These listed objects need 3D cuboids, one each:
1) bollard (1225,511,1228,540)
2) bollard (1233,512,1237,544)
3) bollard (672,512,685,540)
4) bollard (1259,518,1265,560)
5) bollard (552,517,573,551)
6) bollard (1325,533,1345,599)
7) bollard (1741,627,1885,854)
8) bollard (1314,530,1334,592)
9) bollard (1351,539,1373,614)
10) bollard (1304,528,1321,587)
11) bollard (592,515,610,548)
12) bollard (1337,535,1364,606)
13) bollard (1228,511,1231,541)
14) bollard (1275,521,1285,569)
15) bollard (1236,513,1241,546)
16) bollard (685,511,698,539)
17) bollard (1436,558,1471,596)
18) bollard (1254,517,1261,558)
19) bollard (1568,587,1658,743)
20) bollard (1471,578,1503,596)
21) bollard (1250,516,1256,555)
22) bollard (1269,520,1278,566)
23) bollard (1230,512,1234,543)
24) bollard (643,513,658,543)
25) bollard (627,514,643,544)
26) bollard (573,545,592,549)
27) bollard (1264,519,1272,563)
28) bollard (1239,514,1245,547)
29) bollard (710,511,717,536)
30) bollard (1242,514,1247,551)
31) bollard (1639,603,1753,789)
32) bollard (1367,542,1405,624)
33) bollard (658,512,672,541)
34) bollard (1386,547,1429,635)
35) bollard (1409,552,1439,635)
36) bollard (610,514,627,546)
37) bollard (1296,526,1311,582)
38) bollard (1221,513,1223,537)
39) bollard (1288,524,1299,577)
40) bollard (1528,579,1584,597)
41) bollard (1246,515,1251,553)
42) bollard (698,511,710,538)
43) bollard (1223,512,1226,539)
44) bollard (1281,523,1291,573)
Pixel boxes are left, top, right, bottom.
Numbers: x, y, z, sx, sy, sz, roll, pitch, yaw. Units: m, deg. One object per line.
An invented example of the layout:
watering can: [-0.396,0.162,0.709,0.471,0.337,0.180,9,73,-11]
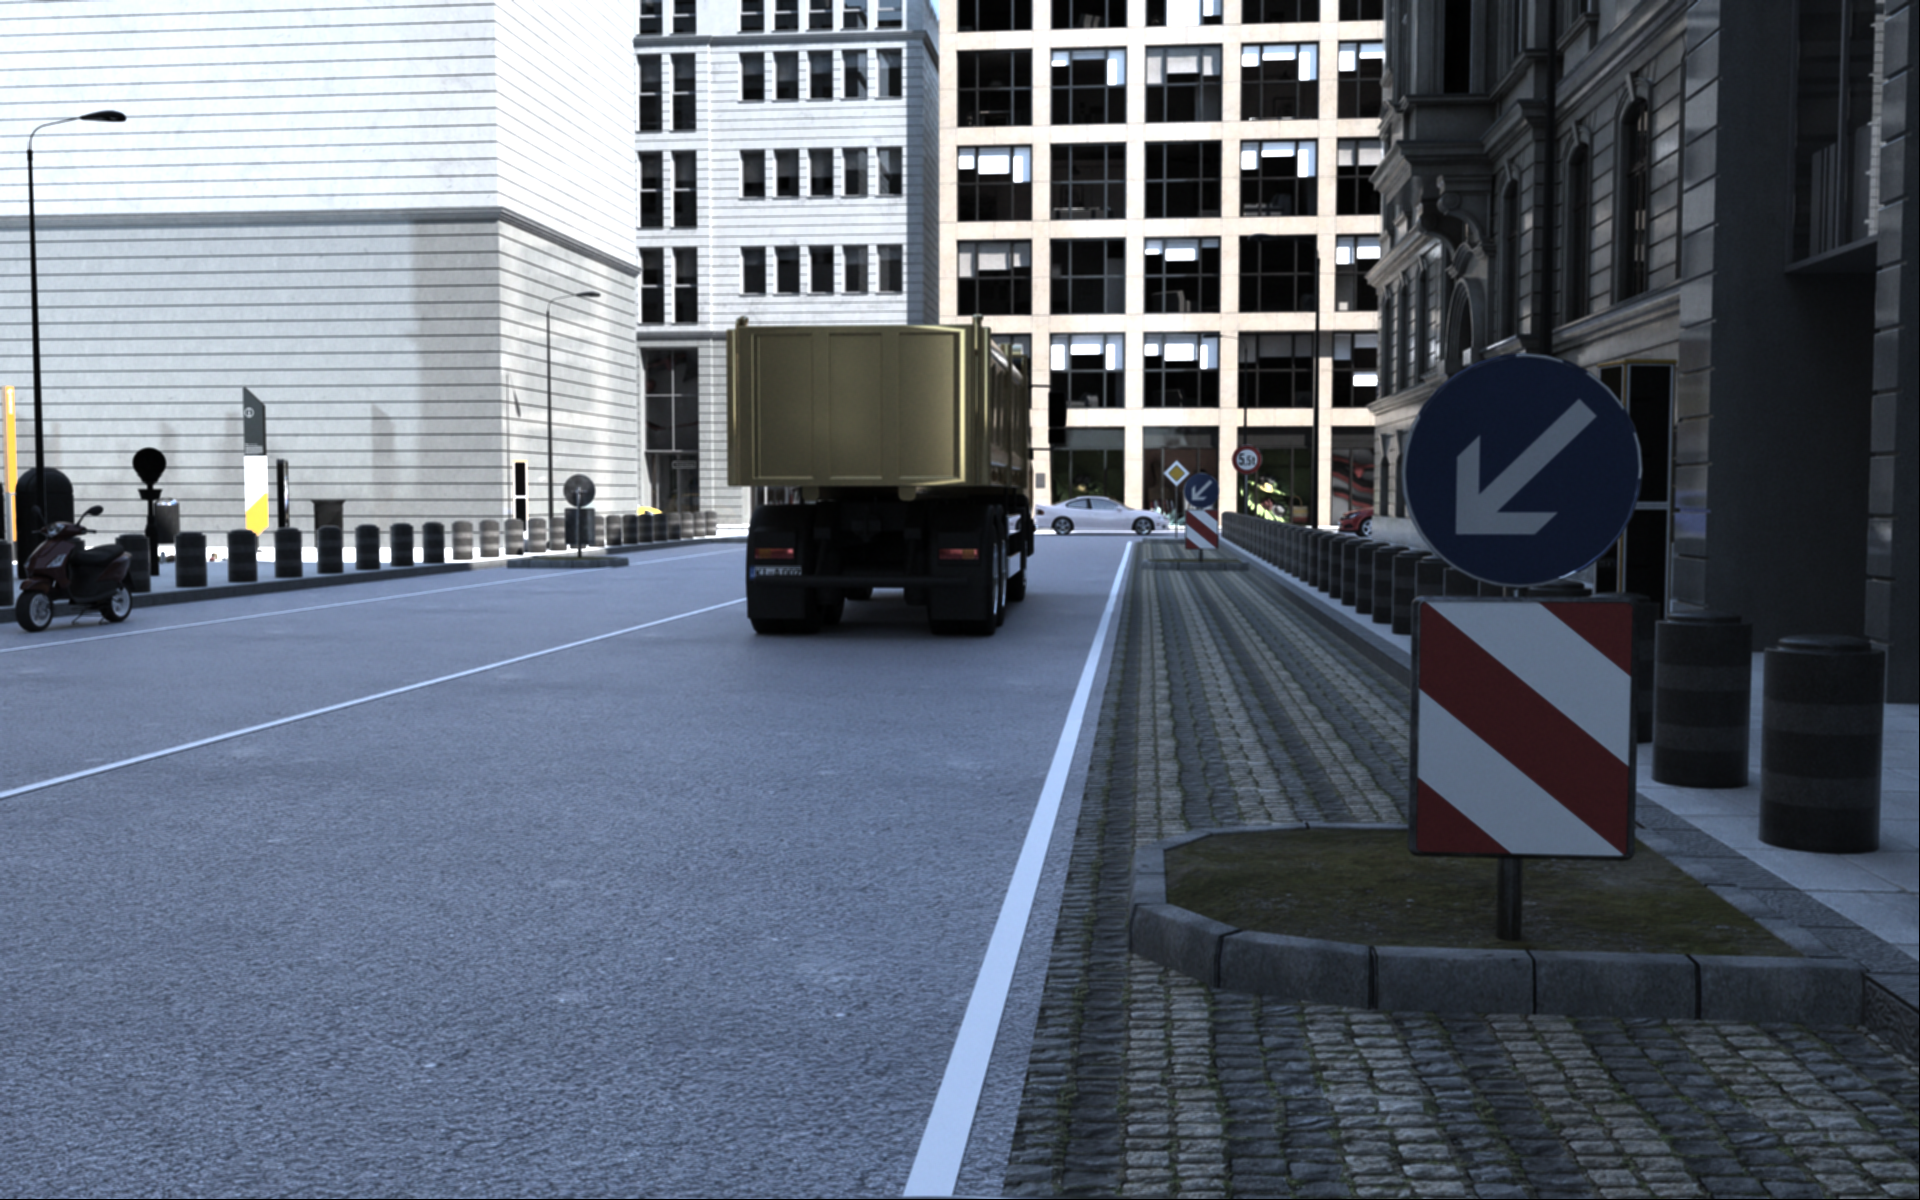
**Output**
bollard: [7.524,-1.993,47.298,0.404,0.777,0.398,0,3,0]
bollard: [7.086,-1.742,43.197,0.404,0.777,0.398,0,3,0]
bollard: [-8.029,-2.069,48.547,0.404,0.777,0.398,0,3,0]
bollard: [6.066,-1.157,33.641,0.404,0.777,0.398,0,3,0]
bollard: [-9.045,-1.485,38.994,0.404,0.777,0.398,0,3,0]
bollard: [4.761,-0.407,21.366,0.404,0.777,0.398,0,3,0]
bollard: [3.154,0.512,6.344,0.404,0.777,0.398,0,3,0]
bollard: [4.906,-0.491,22.737,0.404,0.777,0.398,0,3,0]
bollard: [4.464,-0.239,18.629,0.404,0.777,0.398,0,3,0]
bollard: [5.052,-0.574,24.097,0.404,0.777,0.398,0,3,0]
bollard: [-8.761,-1.652,41.723,0.404,0.777,0.398,0,3,0]
bollard: [4.611,-0.323,20.002,0.404,0.777,0.398,0,3,0]
bollard: [7.381,-1.909,45.931,0.404,0.777,0.398,0,3,0]
bollard: [5.630,-0.907,29.540,0.404,0.777,0.398,0,3,0]
bollard: [6.942,-1.658,41.828,0.404,0.777,0.398,0,3,0]
bollard: [-7.886,-2.152,49.908,0.404,0.777,0.398,0,3,0]
bollard: [3.882,0.095,13.171,0.404,0.777,0.398,0,3,0]
bollard: [6.215,-1.242,35.021,0.404,0.777,0.398,0,3,0]
bollard: [3.446,0.345,9.076,0.404,0.777,0.398,0,3,0]
bollard: [3.738,0.178,11.810,0.404,0.777,0.398,0,3,0]
bollard: [6.360,-1.325,36.385,0.404,0.777,0.398,0,3,0]
bollard: [5.777,-0.991,30.920,0.404,0.777,0.398,0,3,0]
bollard: [7.230,-1.825,44.557,0.404,0.777,0.398,0,3,0]
bollard: [-8.320,-1.902,45.810,0.404,0.777,0.398,0,3,0]
bollard: [-8.467,-1.819,44.450,0.404,0.777,0.398,0,3,0]
bollard: [-8.903,-1.568,40.355,0.404,0.777,0.398,0,3,0]
bollard: [5.923,-1.074,32.280,0.404,0.777,0.398,0,3,0]
bollard: [6.790,-1.575,40.468,0.404,0.777,0.398,0,3,0]
bollard: [-7.596,-2.320,52.645,0.404,0.777,0.398,0,3,0]
bollard: [6.652,-1.492,39.106,0.404,0.777,0.398,0,3,0]
bollard: [3.303,0.429,7.709,0.404,0.777,0.398,0,3,0]
bollard: [4.320,-0.156,17.268,0.404,0.777,0.398,0,3,0]
bollard: [-8.175,-1.986,47.186,0.404,0.777,0.398,0,3,0]
bollard: [4.177,-0.073,15.907,0.404,0.777,0.398,0,3,0]
bollard: [4.025,0.011,14.532,0.404,0.777,0.398,0,3,0]
bollard: [-8.612,-1.735,43.083,0.404,0.777,0.398,0,3,0]
bollard: [5.193,-0.657,25.458,0.404,0.777,0.398,0,3,0]
bollard: [7.815,-2.160,50.034,0.404,0.777,0.398,0,3,0]
bollard: [5.341,-0.740,26.819,0.404,0.777,0.398,0,3,0]
bollard: [3.592,0.262,10.437,0.404,0.777,0.398,0,3,0]
bollard: [6.502,-1.409,37.746,0.404,0.777,0.398,0,3,0]
bollard: [-7.735,-2.237,51.284,0.404,0.777,0.398,0,3,0]
bollard: [7.673,-2.077,48.673,0.404,0.777,0.398,0,3,0]
bollard: [5.486,-0.823,28.179,0.404,0.777,0.398,0,3,0]
